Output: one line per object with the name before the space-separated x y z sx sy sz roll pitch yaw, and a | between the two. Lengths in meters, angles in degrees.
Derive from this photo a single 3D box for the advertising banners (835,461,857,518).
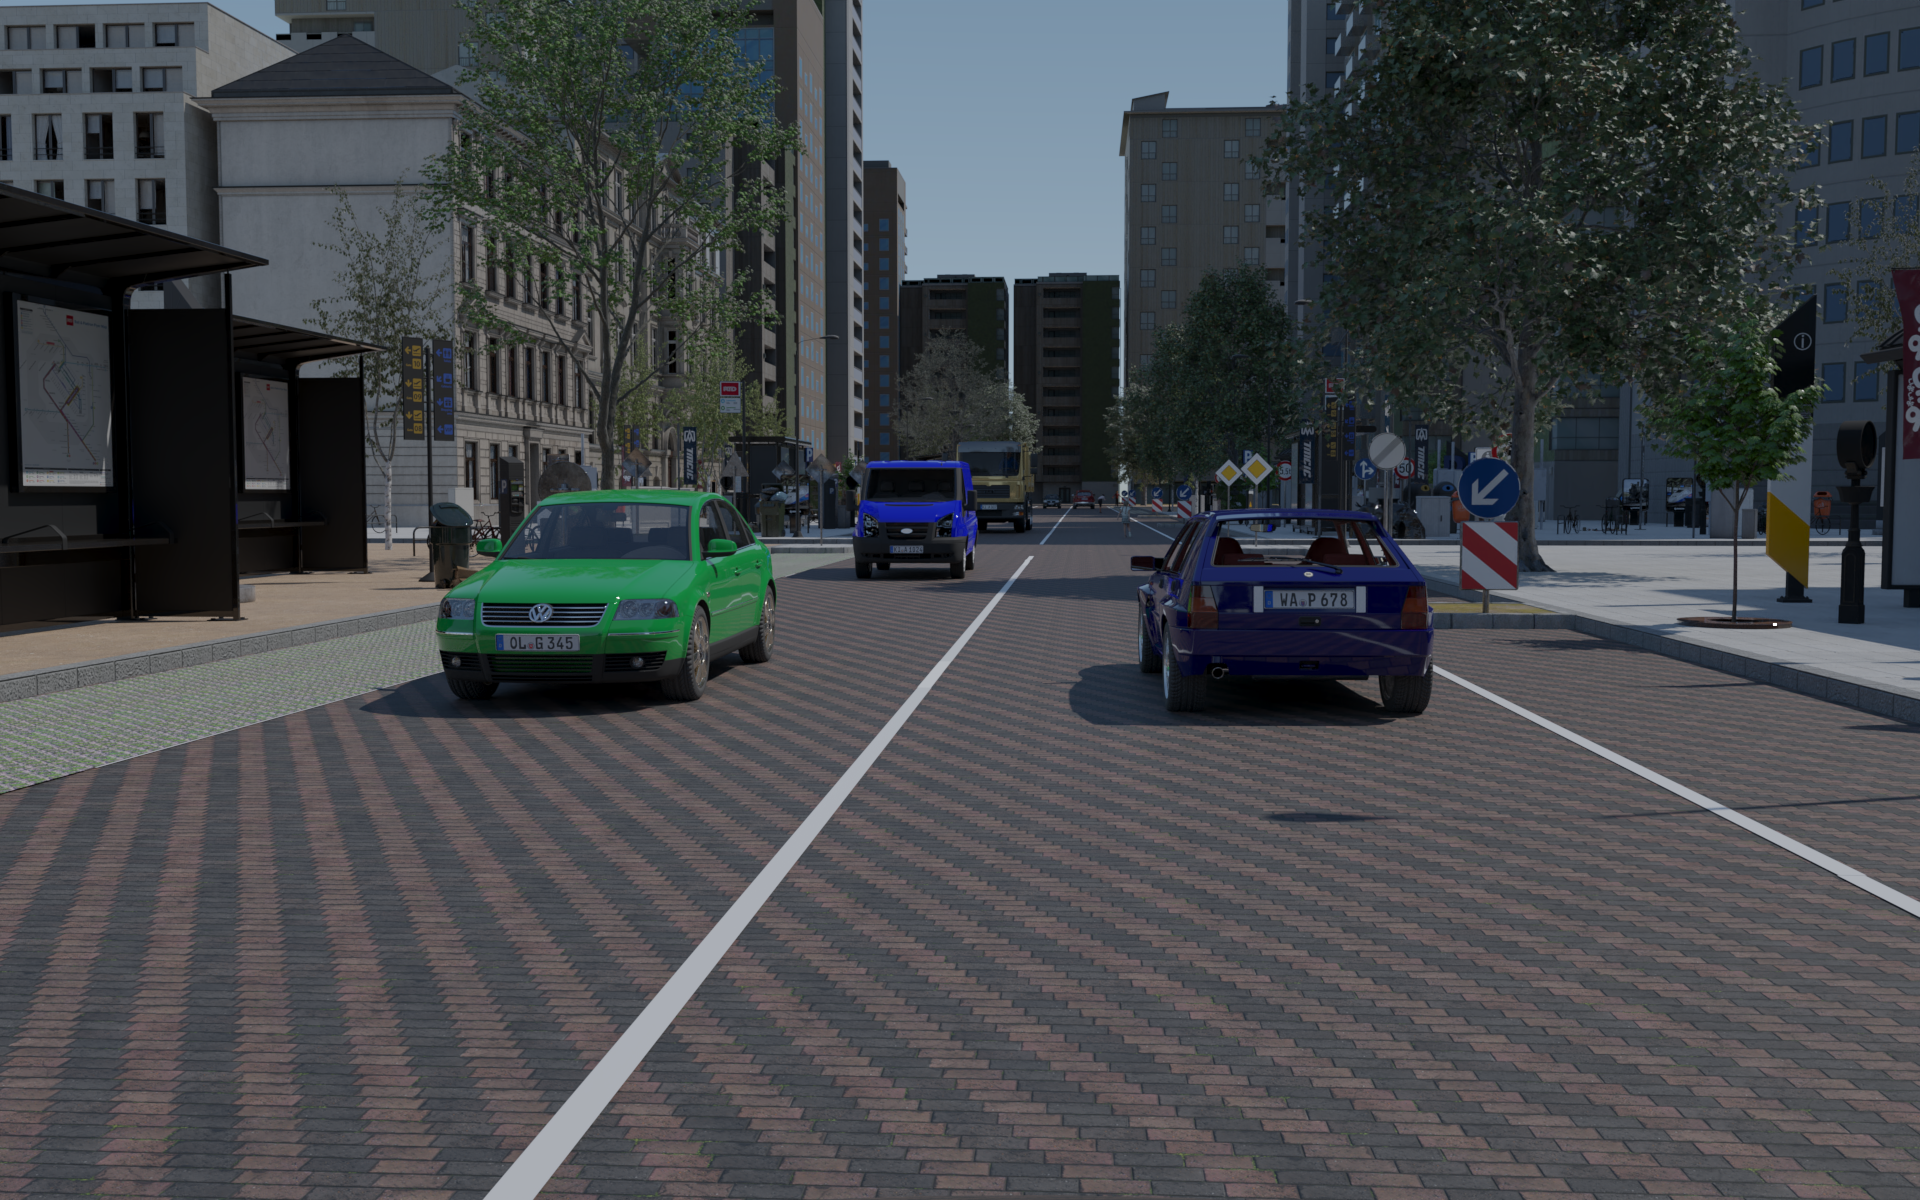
advertising banners | -6.095 -5.967 93.747 0.090 3.025 2.074 2 4 35

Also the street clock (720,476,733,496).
street clock | -9.235 -3.909 68.476 0.471 2.002 0.358 -1 4 -20

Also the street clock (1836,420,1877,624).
street clock | 8.842 -0.768 17.120 0.471 2.002 0.358 -3 5 -44

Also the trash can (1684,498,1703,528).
trash can | 27.788 -3.300 65.600 0.748 1.137 0.748 0 3 0

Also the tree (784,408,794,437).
tree | -12.590 -9.896 112.168 4.737 8.622 4.395 0 3 0

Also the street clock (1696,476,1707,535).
street clock | 23.503 -3.068 54.733 0.471 2.002 0.358 2 4 27

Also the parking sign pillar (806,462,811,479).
parking sign pillar | -8.532 -6.312 91.667 1.447 3.967 1.447 2 4 26

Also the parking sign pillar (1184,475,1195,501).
parking sign pillar | 16.034 -8.102 120.946 1.447 3.967 1.447 0 4 -8

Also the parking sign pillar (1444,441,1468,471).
parking sign pillar | 24.949 -6.030 87.062 1.447 3.967 1.447 -3 5 -42

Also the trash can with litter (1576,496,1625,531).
trash can with litter | 22.263 -3.005 60.182 2.233 1.210 1.678 -1 4 -12

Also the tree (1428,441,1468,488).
tree | 30.139 -7.549 107.135 4.285 4.588 4.351 0 3 0

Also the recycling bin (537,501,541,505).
recycling bin | -14.311 -2.942 60.662 0.722 1.027 0.722 3 4 38

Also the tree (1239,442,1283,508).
tree | 11.098 -4.258 64.225 1.663 3.219 1.824 0 3 0

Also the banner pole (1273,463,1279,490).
banner pole | 22.704 -8.157 123.382 0.863 3.779 0.401 2 4 25

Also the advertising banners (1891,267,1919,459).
advertising banners | 8.219 -1.049 13.343 2.074 3.025 0.090 0 4 7

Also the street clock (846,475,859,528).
street clock | -4.127 -3.783 66.428 0.471 2.002 0.358 1 4 12

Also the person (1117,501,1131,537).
person | 5.452 -2.686 57.437 0.505 1.210 0.382 1 4 15

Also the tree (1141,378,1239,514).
tree | 13.440 -8.962 96.894 4.737 8.622 4.395 0 3 0

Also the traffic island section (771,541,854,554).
traffic island section | -3.449 -1.258 42.856 2.009 0.180 2.903 0 4 4

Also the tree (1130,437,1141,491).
tree | 19.998 -14.331 184.666 4.737 8.622 4.395 0 3 0

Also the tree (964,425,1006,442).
tree | 2.495 -13.388 169.259 4.737 8.622 4.395 0 3 0

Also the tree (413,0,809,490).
tree | -6.548 -6.512 32.223 9.928 11.665 9.643 0 3 0

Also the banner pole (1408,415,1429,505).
banner pole | 14.459 -3.967 54.871 0.863 3.779 0.401 -1 4 -9

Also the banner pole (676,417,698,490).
banner pole | -8.955 -4.067 56.512 0.863 3.779 0.401 -2 4 -29

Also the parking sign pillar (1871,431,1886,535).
parking sign pillar | 29.277 -4.005 53.957 1.447 3.967 1.447 -1 4 -19

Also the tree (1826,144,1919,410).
tree | 20.740 -5.316 37.280 4.360 8.622 3.978 0 3 0

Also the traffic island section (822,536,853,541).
traffic island section | -2.888 -1.746 50.821 2.009 0.180 2.903 0 4 4

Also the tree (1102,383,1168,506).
tree | 20.589 -17.521 193.126 9.857 13.997 8.962 0 3 0

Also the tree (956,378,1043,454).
tree | 4.203 -17.273 189.066 9.857 13.997 8.962 0 3 0

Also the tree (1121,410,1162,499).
tree | 18.694 -14.021 163.654 7.601 10.594 8.767 0 4 -7

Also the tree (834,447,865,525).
tree | -4.627 -4.731 71.949 1.663 3.219 1.824 0 3 0

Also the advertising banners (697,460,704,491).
advertising banners | -13.865 -5.673 88.947 2.074 3.025 0.090 2 4 35

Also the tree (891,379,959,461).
tree | -2.004 -9.775 110.189 4.360 8.622 3.978 0 3 0

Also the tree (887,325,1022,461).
tree | -0.297 -13.133 125.099 12.009 13.543 11.850 0 3 0

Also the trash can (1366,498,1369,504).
trash can | 14.970 -3.120 62.665 0.748 1.137 0.748 0 3 0

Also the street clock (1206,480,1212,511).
street clock | 13.185 -5.336 91.816 0.358 2.002 0.471 1 4 9

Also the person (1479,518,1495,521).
person | 13.408 -2.149 43.660 0.654 1.822 0.581 0 4 3

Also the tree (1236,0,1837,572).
tree | 9.402 -6.814 28.417 9.611 12.733 9.660 0 3 0

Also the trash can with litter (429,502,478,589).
trash can with litter | -6.735 -0.737 23.437 0.624 1.170 1.055 -3 5 -42

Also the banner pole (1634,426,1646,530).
banner pole | 24.302 -4.383 61.683 0.401 3.779 0.863 1 4 14

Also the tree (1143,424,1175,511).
tree | 15.671 -10.949 129.379 4.360 8.622 3.978 0 3 0

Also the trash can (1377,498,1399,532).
trash can | 13.847 -2.714 56.035 0.748 1.137 0.748 0 3 0

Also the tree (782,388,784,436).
tree | -11.999 -8.225 84.837 4.737 8.622 4.395 0 3 0

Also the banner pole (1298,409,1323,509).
banner pole | 10.266 -3.696 50.453 0.863 3.779 0.401 0 4 -6

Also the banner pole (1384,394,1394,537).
banner pole | 9.555 -2.972 38.617 0.401 3.779 0.863 2 4 29

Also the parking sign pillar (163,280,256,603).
parking sign pillar | -9.127 -1.953 20.411 1.447 3.967 1.447 3 5 42

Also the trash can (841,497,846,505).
trash can | -5.838 -4.763 89.530 0.748 1.137 0.748 0 3 0

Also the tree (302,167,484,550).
tree | -13.136 -5.472 39.835 4.360 8.622 3.978 0 3 0

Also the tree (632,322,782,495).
tree | -10.506 -7.468 72.462 4.737 8.622 4.395 0 3 0

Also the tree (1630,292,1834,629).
tree | 7.581 -1.351 16.693 1.663 3.219 1.824 0 3 0

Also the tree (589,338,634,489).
tree | -14.755 -7.783 77.614 4.737 8.622 4.395 0 3 0

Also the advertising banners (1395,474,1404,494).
advertising banners | 21.250 -5.273 82.409 2.074 3.025 0.090 -3 4 -39

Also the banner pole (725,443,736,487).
banner pole | -10.193 -5.338 77.290 0.863 3.779 0.401 2 4 34

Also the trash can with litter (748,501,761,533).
trash can with litter | -6.645 -2.828 57.621 0.624 1.170 1.055 2 4 34

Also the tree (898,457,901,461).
tree | -3.033 -5.794 89.333 1.663 3.219 1.824 0 3 0

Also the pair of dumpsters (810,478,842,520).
pair of dumpsters | -6.827 -5.064 85.295 1.574 2.255 4.437 0 4 4

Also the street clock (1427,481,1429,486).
street clock | 24.243 -5.235 90.170 0.358 2.002 0.471 1 4 22

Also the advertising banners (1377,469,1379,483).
advertising banners | 28.619 -7.548 119.593 0.090 3.025 2.074 0 4 -3

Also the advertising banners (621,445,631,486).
advertising banners | -12.558 -4.022 61.950 2.074 3.025 0.090 1 4 18
